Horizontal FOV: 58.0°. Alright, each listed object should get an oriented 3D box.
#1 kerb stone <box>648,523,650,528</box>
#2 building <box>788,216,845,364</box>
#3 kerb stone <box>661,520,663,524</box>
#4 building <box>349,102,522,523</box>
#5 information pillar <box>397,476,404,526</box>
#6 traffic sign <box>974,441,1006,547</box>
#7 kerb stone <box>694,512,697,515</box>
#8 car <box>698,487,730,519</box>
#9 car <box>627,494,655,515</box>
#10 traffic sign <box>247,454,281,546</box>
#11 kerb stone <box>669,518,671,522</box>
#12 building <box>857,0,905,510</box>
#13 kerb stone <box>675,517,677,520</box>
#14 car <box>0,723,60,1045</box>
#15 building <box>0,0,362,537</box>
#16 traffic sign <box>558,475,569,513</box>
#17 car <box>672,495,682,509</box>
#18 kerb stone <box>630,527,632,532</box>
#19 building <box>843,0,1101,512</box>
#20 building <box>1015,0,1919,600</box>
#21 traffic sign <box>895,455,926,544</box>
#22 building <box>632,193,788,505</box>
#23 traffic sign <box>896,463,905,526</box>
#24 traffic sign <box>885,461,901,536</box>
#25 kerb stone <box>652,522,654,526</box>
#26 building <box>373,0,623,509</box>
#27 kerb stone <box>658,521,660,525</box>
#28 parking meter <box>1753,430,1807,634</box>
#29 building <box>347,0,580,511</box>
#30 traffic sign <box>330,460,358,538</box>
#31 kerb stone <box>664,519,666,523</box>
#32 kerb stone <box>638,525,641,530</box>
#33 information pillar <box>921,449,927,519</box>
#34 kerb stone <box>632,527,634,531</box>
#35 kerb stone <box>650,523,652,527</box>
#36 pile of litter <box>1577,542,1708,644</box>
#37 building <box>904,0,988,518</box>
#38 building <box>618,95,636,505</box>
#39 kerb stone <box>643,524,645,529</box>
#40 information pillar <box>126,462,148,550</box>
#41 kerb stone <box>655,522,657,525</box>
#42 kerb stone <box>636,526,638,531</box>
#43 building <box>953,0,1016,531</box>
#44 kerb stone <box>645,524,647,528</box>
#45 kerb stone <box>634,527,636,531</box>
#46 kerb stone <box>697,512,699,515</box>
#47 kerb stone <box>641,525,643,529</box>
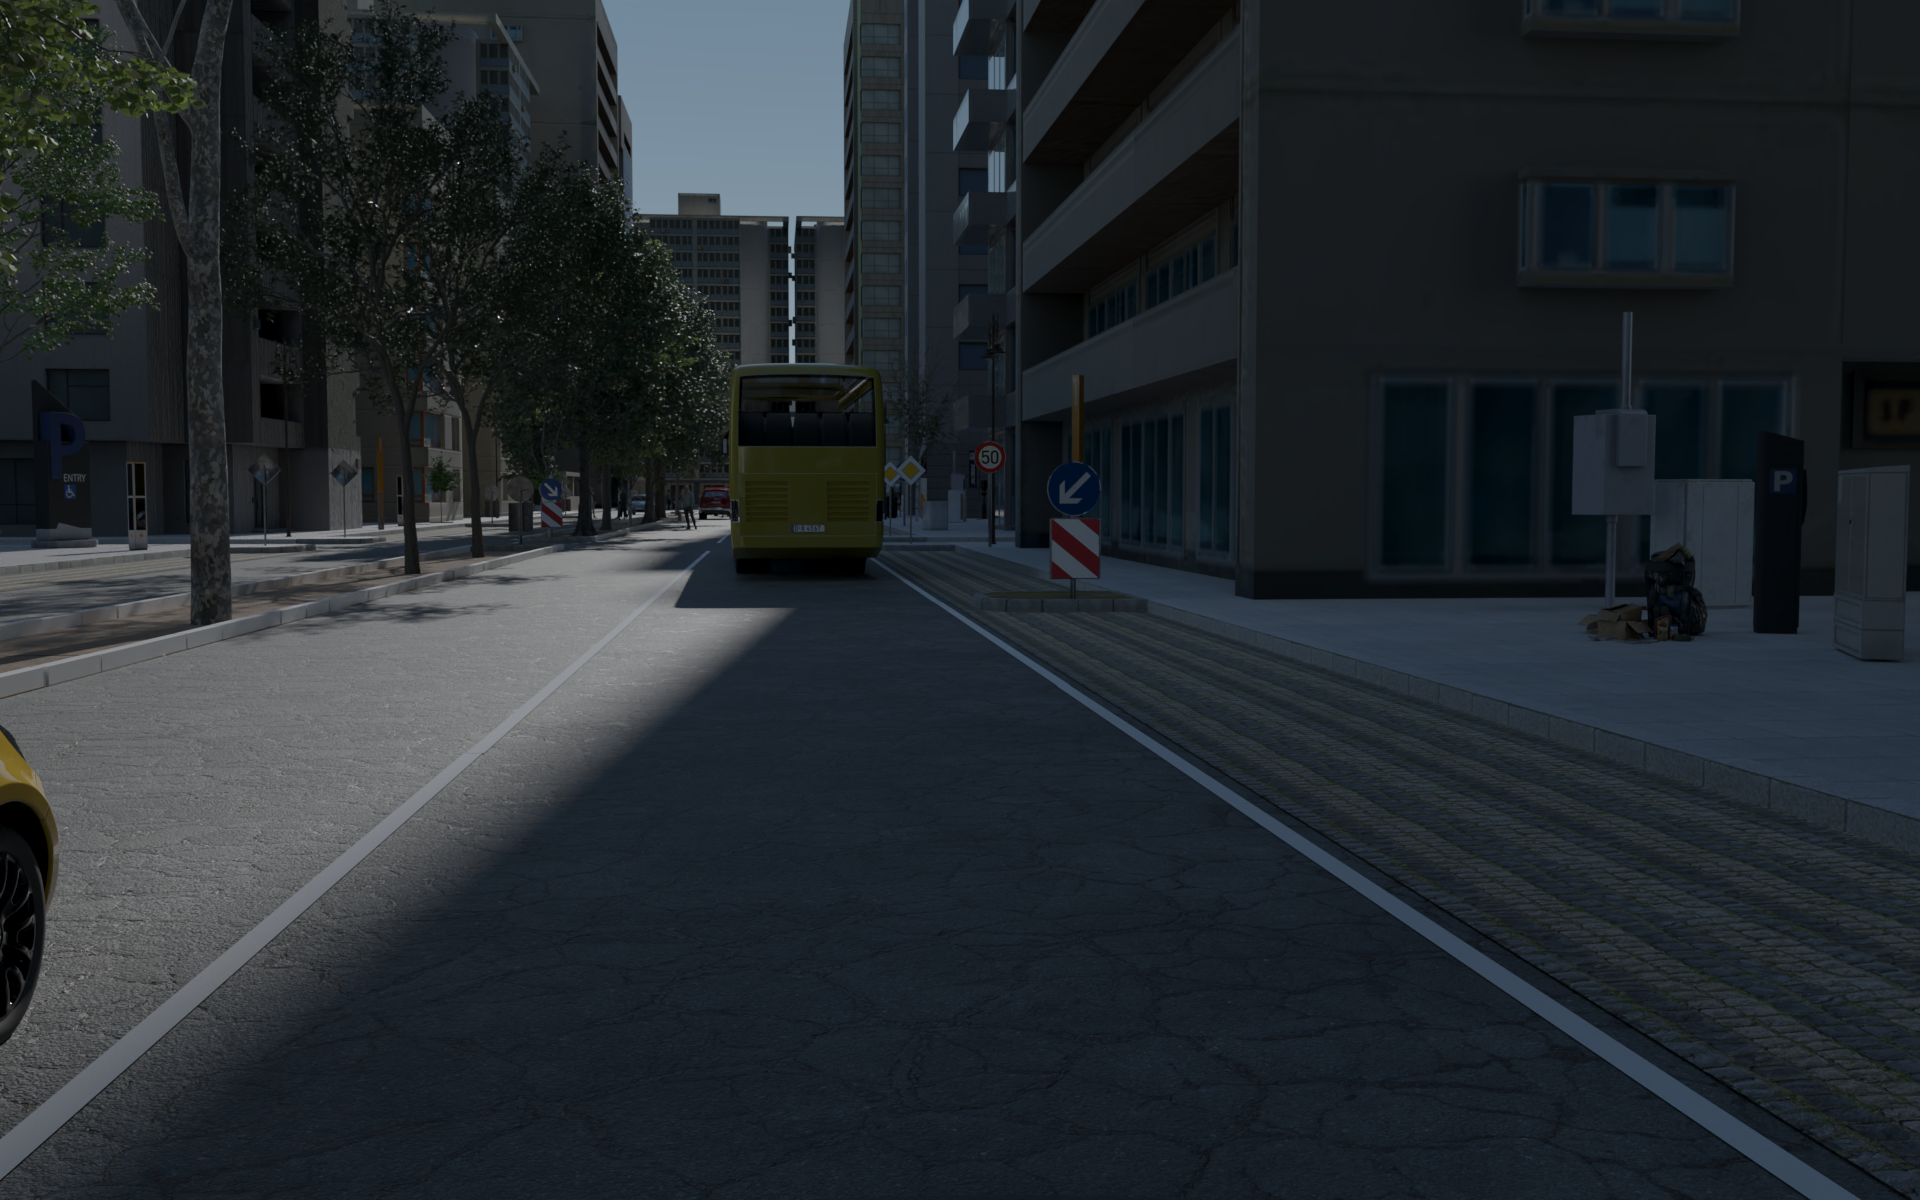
[{"bbox_3d":[-13.272,-3.111,73.056,0.120,0.150,1.000,0,4,-6],"label":"kerb stone"},{"bbox_3d":[-10.069,-32.819,228.464,23.993,40.220,32.217,0,4,-6],"label":"building"},{"bbox_3d":[-14.151,-3.610,81.217,0.120,0.150,1.000,0,4,-6],"label":"kerb stone"},{"bbox_3d":[-39.083,-14.979,89.939,27.650,21.520,28.899,0,4,-6],"label":"building"},{"bbox_3d":[-22.285,-3.960,69.232,0.304,2.012,0.304,2,4,26],"label":"information pillar"},{"bbox_3d":[0.727,-2.554,41.863,0.768,2.556,0.104,0,4,3],"label":"traffic sign"},{"bbox_3d":[-17.854,-5.729,115.860,0.120,0.150,1.000,0,4,-6],"label":"kerb stone"},{"bbox_3d":[-13.947,-5.571,99.758,2.281,1.827,5.304,0,4,-5],"label":"car"},{"bbox_3d":[-21.964,-6.600,119.915,2.014,1.417,4.499,0,4,-5],"label":"car"},{"bbox_3d":[-17.225,-2.401,42.900,0.795,2.450,0.064,0,4,-6],"label":"traffic sign"},{"bbox_3d":[-14.800,-3.984,87.326,0.120,0.150,1.000,0,4,-6],"label":"kerb stone"},{"bbox_3d":[-1.461,-28.097,142.976,14.154,41.232,14.086,0,4,-6],"label":"building"},{"bbox_3d":[-15.348,-4.290,92.420,0.120,0.150,1.000,0,4,-6],"label":"kerb stone"},{"bbox_3d":[-3.209,0.429,3.214,2.015,1.641,3.980,0,4,-5],"label":"car"},{"bbox_3d":[-28.713,-17.426,56.616,14.160,30.474,14.107,0,4,-6],"label":"building"},{"bbox_3d":[-26.891,-7.171,117.351,0.768,2.556,0.104,0,4,2],"label":"traffic sign"},{"bbox_3d":[-26.938,-9.508,168.040,1.945,1.354,3.894,0,4,-4],"label":"car"},{"bbox_3d":[-12.300,-2.551,63.901,0.120,0.150,1.000,0,4,-6],"label":"kerb stone"},{"bbox_3d":[0.306,-32.880,161.284,21.300,48.544,21.600,0,4,-6],"label":"building"},{"bbox_3d":[13.039,-24.916,31.084,21.300,48.544,21.600,0,4,-6],"label":"building"},{"bbox_3d":[-1.269,-2.504,44.577,0.795,2.450,0.064,0,4,-6],"label":"traffic sign"},{"bbox_3d":[-33.982,-32.695,226.444,23.993,40.220,32.217,0,4,-6],"label":"building"},{"bbox_3d":[-2.239,-4.256,69.690,0.768,2.556,0.104,0,4,1],"label":"traffic sign"},{"bbox_3d":[-2.117,-2.989,52.517,0.795,2.450,0.064,0,4,-6],"label":"traffic sign"},{"bbox_3d":[-13.493,-3.233,75.093,0.120,0.150,1.000,0,4,-6],"label":"kerb stone"},{"bbox_3d":[-42.926,-32.728,158.806,21.300,48.544,21.600,0,4,-6],"label":"building"},{"bbox_3d":[-13.934,-3.486,79.184,0.120,0.150,1.000,0,4,-6],"label":"kerb stone"},{"bbox_3d":[7.556,-0.626,15.950,0.399,1.863,0.255,1,4,16],"label":"parking meter"},{"bbox_3d":[-46.680,-27.099,134.954,32.217,40.220,23.993,0,4,-6],"label":"building"},{"bbox_3d":[-18.073,-2.887,50.840,0.795,2.450,0.064,0,4,-6],"label":"traffic sign"},{"bbox_3d":[-14.364,-3.732,83.250,0.120,0.150,1.000,0,4,-6],"label":"kerb stone"},{"bbox_3d":[-12.728,-2.800,67.968,0.120,0.150,1.000,0,4,-6],"label":"kerb stone"},{"bbox_3d":[-1.863,-5.996,89.387,0.183,3.616,0.504,2,4,30],"label":"information pillar"},{"bbox_3d":[-12.412,-2.613,64.917,0.120,0.150,1.000,0,4,-6],"label":"kerb stone"},{"bbox_3d":[-13.382,-3.168,74.073,0.120,0.150,1.000,0,4,-6],"label":"kerb stone"},{"bbox_3d":[6.120,-0.100,15.593,1.719,0.858,1.176,-3,5,-41],"label":"pile of litter"},{"bbox_3d":[7.138,-34.386,104.216,21.231,58.520,28.212,0,4,-6],"label":"building"},{"bbox_3d":[-43.612,-33.051,190.491,14.200,45.320,14.600,0,4,-6],"label":"building"},{"bbox_3d":[-12.953,-2.924,70.002,0.120,0.150,1.000,0,4,-6],"label":"kerb stone"},{"bbox_3d":[-18.794,-2.145,39.559,0.304,2.012,0.304,3,4,37],"label":"information pillar"},{"bbox_3d":[-13.714,-3.359,77.131,0.120,0.150,1.000,0,4,-6],"label":"kerb stone"},{"bbox_3d":[-12.632,-2.735,66.951,0.120,0.150,1.000,0,4,-6],"label":"kerb stone"},{"bbox_3d":[14.929,-27.243,65.032,30.456,49.044,23.786,0,4,-6],"label":"building"},{"bbox_3d":[-13.056,-2.980,71.020,0.120,0.150,1.000,0,4,-6],"label":"kerb stone"},{"bbox_3d":[-12.523,-2.673,65.933,0.120,0.150,1.000,0,4,-6],"label":"kerb stone"},{"bbox_3d":[-18.611,-6.164,122.992,0.120,0.150,1.000,0,4,-6],"label":"kerb stone"},{"bbox_3d":[-12.838,-2.858,68.987,0.120,0.150,1.000,0,4,-6],"label":"kerb stone"}]
